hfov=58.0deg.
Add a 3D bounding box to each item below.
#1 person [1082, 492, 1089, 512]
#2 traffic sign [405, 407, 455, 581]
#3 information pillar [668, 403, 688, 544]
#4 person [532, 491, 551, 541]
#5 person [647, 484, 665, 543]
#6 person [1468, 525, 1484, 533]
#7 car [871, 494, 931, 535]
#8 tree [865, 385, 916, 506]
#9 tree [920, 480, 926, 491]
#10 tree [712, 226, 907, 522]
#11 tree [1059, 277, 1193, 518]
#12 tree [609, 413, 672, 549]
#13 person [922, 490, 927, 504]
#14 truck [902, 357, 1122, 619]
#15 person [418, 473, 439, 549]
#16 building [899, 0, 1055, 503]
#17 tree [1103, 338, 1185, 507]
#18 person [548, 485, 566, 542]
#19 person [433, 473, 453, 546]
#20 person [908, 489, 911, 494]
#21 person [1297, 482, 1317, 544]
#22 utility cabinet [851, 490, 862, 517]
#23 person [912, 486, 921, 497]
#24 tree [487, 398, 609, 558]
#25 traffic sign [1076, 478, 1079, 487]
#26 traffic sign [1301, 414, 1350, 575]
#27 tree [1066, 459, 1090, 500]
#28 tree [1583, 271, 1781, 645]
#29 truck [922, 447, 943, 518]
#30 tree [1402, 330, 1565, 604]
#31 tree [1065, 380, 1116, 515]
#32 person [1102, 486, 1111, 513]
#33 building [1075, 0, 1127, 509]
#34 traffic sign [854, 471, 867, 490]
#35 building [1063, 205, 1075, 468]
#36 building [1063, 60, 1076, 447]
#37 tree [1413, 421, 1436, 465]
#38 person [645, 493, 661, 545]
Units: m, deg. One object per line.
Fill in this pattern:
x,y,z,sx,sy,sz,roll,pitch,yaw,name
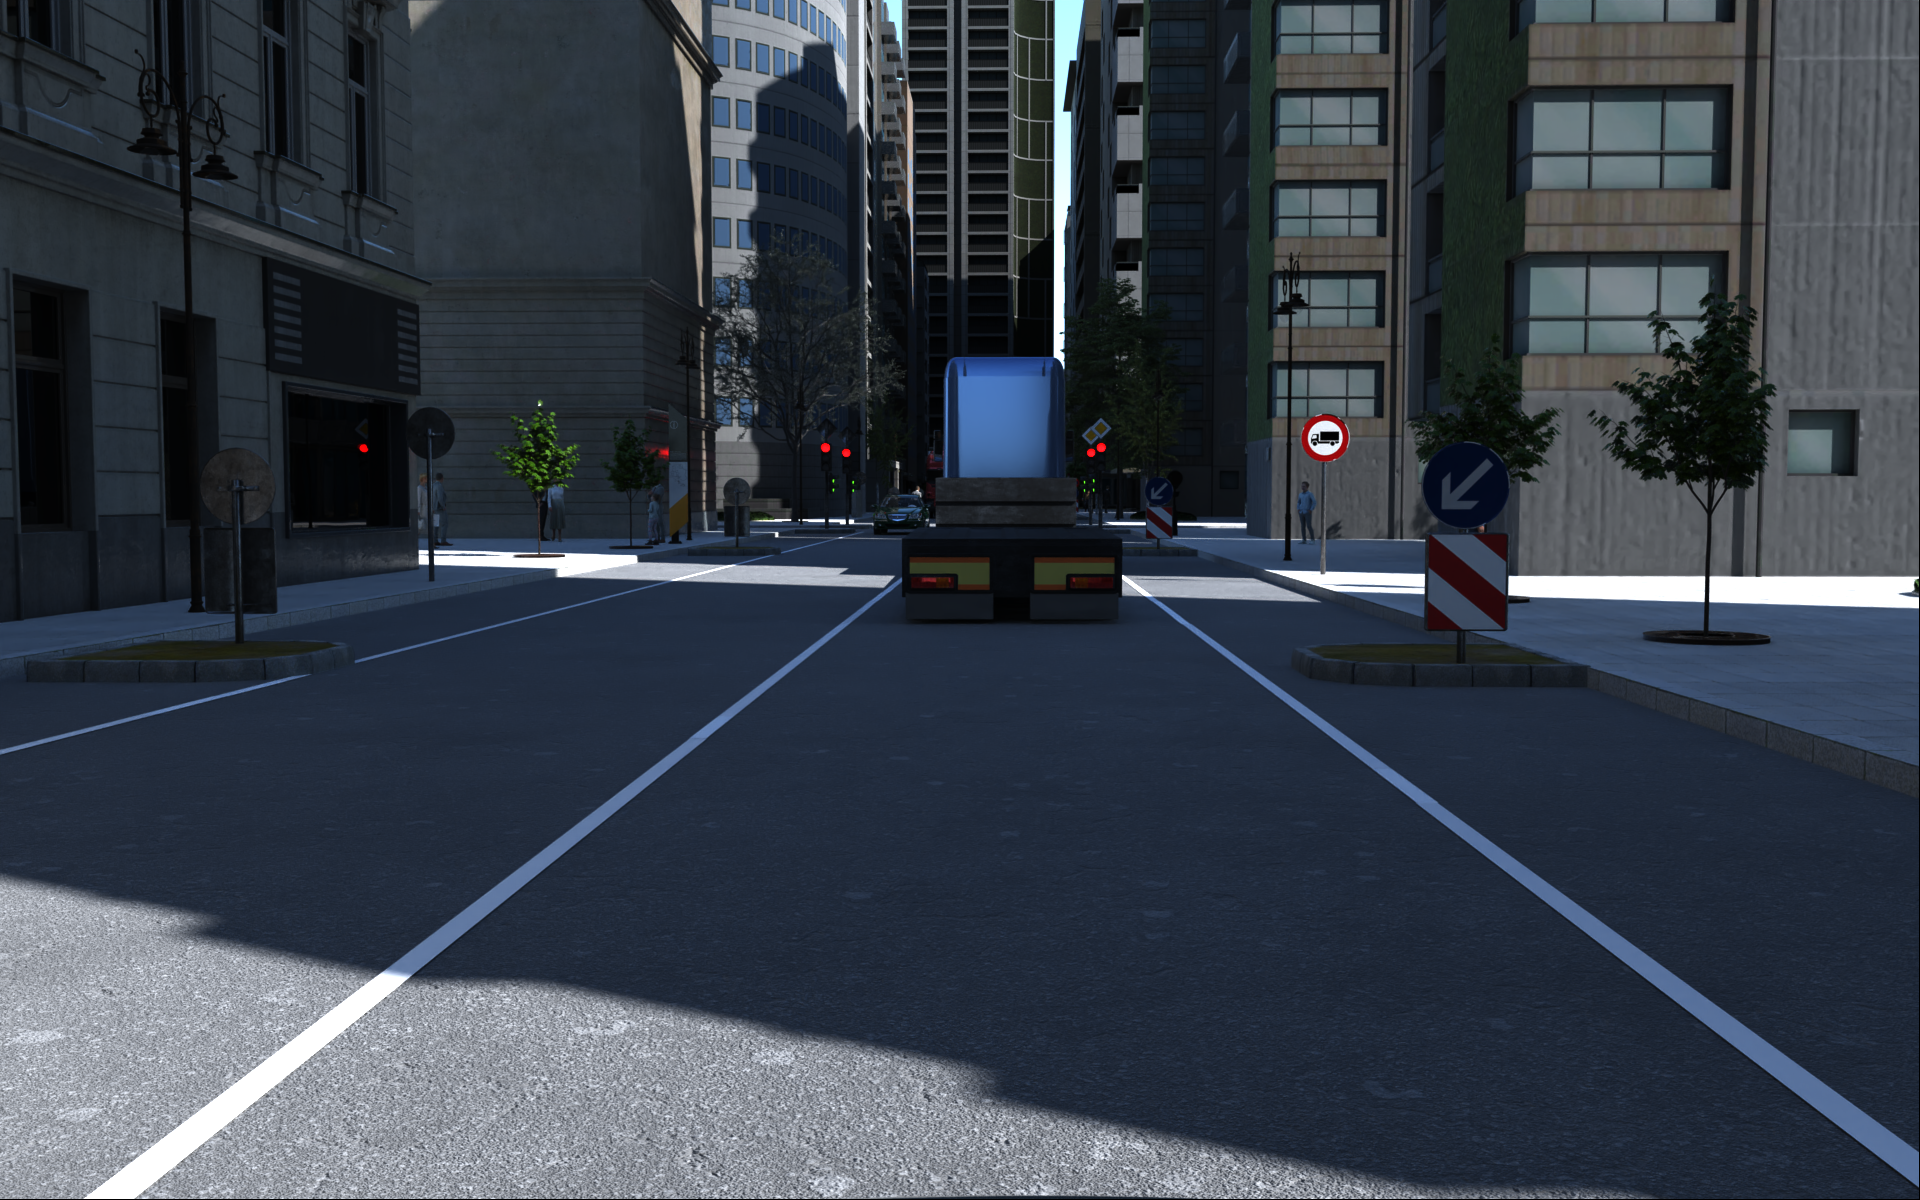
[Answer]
8.968,-7.127,122.482,0.656,1.842,0.836,-1,4,-9,person
-7.766,-1.546,25.384,0.768,2.556,0.104,0,4,8,traffic sign
-7.272,-3.259,44.634,0.504,3.616,0.183,0,4,-5,information pillar
-11.407,-2.582,47.628,0.474,1.900,0.648,1,4,21,person
-8.010,-2.403,45.515,0.511,1.800,0.466,3,4,39,person
6.938,-1.050,23.396,0.419,1.800,0.721,1,4,12,person
-2.087,-3.110,62.639,2.131,1.459,4.920,0,4,2,car
-5.344,-10.200,117.126,4.737,8.622,4.395,0,3,0,tree
-3.389,-12.096,192.368,1.663,3.219,1.824,0,3,0,tree
-7.634,-10.338,79.399,12.009,13.543,11.850,0,3,0,tree
8.359,-10.592,91.303,7.486,12.596,7.792,0,3,0,tree
-7.838,-2.818,40.676,1.663,3.219,1.824,0,3,0,tree
-3.438,-9.974,170.031,0.541,1.710,0.530,0,4,-4,person
0.756,-2.356,28.275,2.967,4.110,18.799,0,4,1,truck
-12.587,-2.095,40.657,0.624,1.780,0.694,1,4,19,person
2.787,-49.040,240.057,20.611,71.187,20.563,0,4,2,building
8.778,-7.988,80.971,4.737,8.622,4.395,0,3,0,tree
-10.903,-2.475,46.730,0.478,1.798,0.641,-1,4,-21,person
-12.949,-2.258,43.059,0.635,1.810,0.391,3,5,40,person
-4.486,-9.186,156.965,0.721,1.736,1.217,0,4,-2,person
8.847,-2.233,44.357,0.330,1.601,0.589,-2,4,-35,person
-5.662,-5.270,94.850,0.318,1.500,1.173,1,4,12,utility cabinet
-2.066,-4.510,82.364,0.709,1.813,0.853,2,4,28,person
-8.434,-2.479,35.136,1.663,3.219,1.824,0,3,0,tree
9.055,-8.363,136.843,0.768,2.556,0.104,0,4,8,traffic sign
5.794,-1.680,27.567,0.768,2.556,0.104,0,4,3,traffic sign
10.279,-10.131,149.347,4.285,4.588,4.351,0,3,0,tree
6.630,-1.259,15.188,1.663,3.219,1.824,0,3,0,tree
-0.567,-7.135,105.569,2.839,4.237,11.283,0,4,3,truck
6.390,-1.589,20.582,1.663,3.219,1.824,0,3,0,tree
8.336,-9.669,108.445,4.360,8.622,3.978,0,3,0,tree
9.784,-6.708,115.501,0.659,1.850,0.755,2,4,29,person
21.832,-32.891,161.474,21.300,48.544,21.600,0,4,2,building
-5.627,-5.960,97.555,0.768,2.556,0.104,0,4,8,traffic sign
21.378,-33.869,237.356,14.086,41.232,14.154,0,4,2,building
26.994,-37.774,206.844,28.713,52.752,27.495,0,4,2,building
13.712,-3.778,45.488,4.285,4.588,4.351,0,3,0,tree
-7.720,-2.027,43.466,0.394,1.301,0.425,1,4,9,person
